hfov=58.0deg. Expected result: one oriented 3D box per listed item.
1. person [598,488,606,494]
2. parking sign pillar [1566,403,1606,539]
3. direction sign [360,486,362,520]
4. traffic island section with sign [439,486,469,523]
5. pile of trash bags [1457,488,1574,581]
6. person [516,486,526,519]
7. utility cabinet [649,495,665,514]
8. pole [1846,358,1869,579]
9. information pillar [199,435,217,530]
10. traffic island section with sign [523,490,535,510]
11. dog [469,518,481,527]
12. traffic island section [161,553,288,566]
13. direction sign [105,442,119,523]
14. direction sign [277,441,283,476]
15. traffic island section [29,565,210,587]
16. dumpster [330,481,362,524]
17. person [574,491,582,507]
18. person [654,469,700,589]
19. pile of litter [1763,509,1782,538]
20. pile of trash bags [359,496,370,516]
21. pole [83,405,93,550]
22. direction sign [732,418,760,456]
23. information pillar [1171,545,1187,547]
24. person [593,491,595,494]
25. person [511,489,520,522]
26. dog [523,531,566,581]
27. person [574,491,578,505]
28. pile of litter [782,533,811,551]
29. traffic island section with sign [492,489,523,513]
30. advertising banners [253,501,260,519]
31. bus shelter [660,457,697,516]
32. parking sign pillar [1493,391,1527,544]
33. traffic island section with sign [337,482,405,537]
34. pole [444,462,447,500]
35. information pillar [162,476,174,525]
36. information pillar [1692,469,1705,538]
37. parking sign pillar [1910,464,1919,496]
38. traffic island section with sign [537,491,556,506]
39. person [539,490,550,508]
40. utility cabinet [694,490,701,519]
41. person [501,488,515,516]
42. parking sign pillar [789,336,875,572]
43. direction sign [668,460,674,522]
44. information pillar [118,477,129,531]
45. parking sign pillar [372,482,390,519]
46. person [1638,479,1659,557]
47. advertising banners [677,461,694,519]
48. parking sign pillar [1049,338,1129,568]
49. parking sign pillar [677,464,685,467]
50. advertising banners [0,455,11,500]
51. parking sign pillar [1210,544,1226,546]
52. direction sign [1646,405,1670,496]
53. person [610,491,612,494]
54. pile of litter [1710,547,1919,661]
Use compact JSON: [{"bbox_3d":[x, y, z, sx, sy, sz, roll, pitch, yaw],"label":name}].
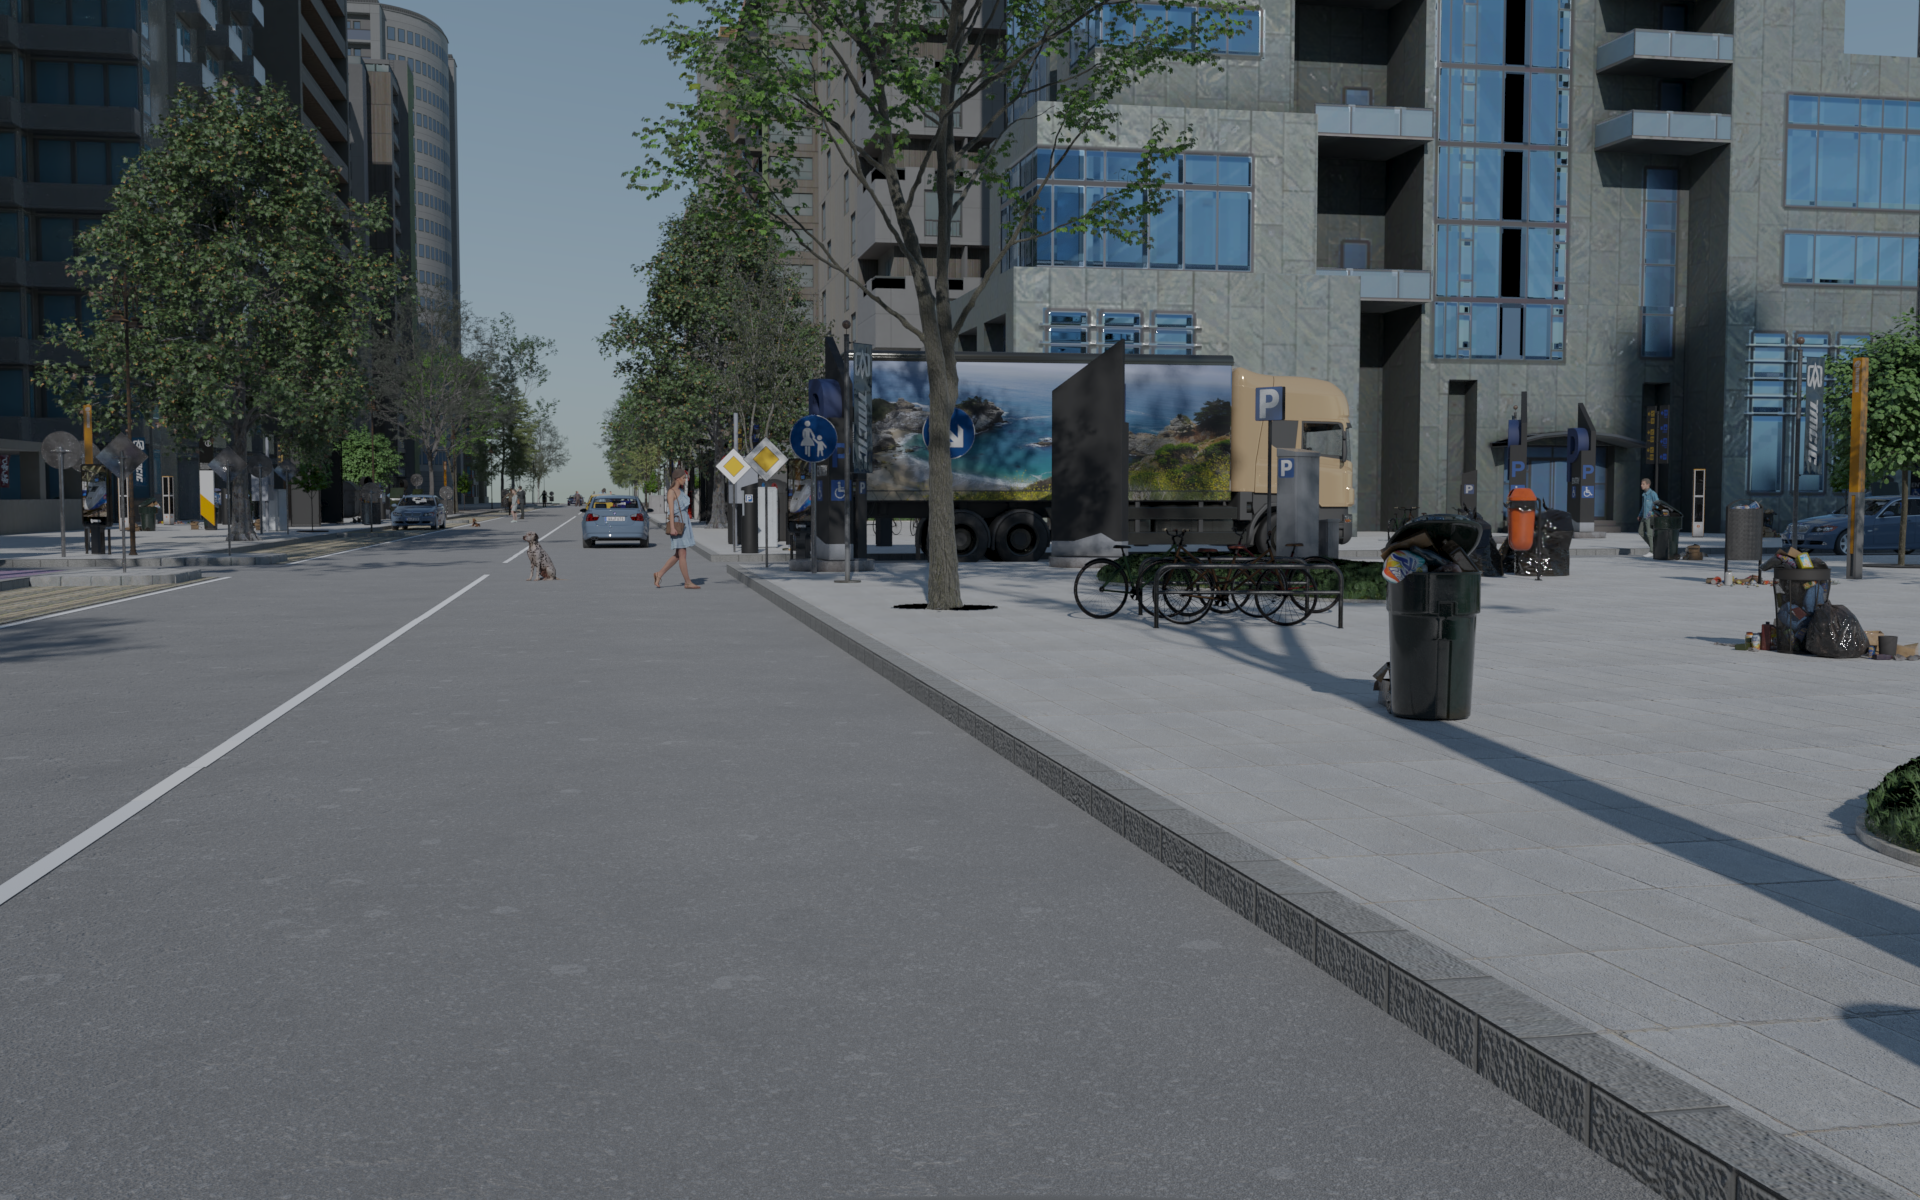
[{"bbox_3d":[-21.121,-5.712,102.150,0.793,1.790,0.793,2,4,27],"label":"person"},{"bbox_3d":[18.129,-3.796,50.540,1.447,3.967,1.447,0,4,3],"label":"parking sign pillar"},{"bbox_3d":[-29.364,-5.677,84.812,0.876,3.537,0.379,-3,4,-37],"label":"direction sign"},{"bbox_3d":[-25.153,-4.668,84.944,1.989,1.847,2.006,-1,4,-11],"label":"traffic island section with sign"},{"bbox_3d":[8.618,-1.062,27.110,1.912,1.369,3.447,1,4,10],"label":"pile of trash bags"},{"bbox_3d":[-24.960,-5.534,98.337,0.474,1.900,0.648,0,4,0],"label":"person"},{"bbox_3d":[-19.264,-6.050,110.083,0.306,1.237,1.020,3,5,43],"label":"utility cabinet"},{"bbox_3d":[13.482,-1.968,26.016,0.158,3.312,0.155,0,3,0],"label":"pole"},{"bbox_3d":[-26.577,-4.270,61.164,0.504,3.616,0.183,0,4,-1],"label":"information pillar"},{"bbox_3d":[-40.305,-9.247,159.809,1.989,1.847,2.006,-1,4,-11],"label":"traffic island section with sign"},{"bbox_3d":[-21.210,-3.390,75.623,0.550,0.427,0.748,0,4,-5],"label":"dog"},{"bbox_3d":[-15.231,-0.844,36.076,2.009,0.180,2.903,-1,4,-11],"label":"traffic island section"},{"bbox_3d":[-37.120,-5.139,76.021,0.379,3.537,0.876,1,4,23],"label":"direction sign"},{"bbox_3d":[-28.806,-5.035,74.320,0.876,3.537,0.379,-1,4,-9],"label":"direction sign"},{"bbox_3d":[-13.646,-0.365,28.249,2.009,0.180,2.903,-1,4,-11],"label":"traffic island section"},{"bbox_3d":[-27.027,-4.298,76.027,1.264,1.857,1.865,-1,4,-12],"label":"dumpster"},{"bbox_3d":[-43.481,-11.506,197.182,0.990,1.755,0.434,-2,4,-26],"label":"person"},{"bbox_3d":[-4.296,-1.073,26.130,0.778,1.811,0.616,1,4,15],"label":"person"},{"bbox_3d":[23.777,-2.291,51.428,1.176,0.858,1.719,-1,4,-9],"label":"pile of litter"},{"bbox_3d":[-34.764,-5.569,100.803,1.912,1.369,3.447,-2,4,-30],"label":"pile of trash bags"},{"bbox_3d":[-20.006,-2.810,39.795,0.158,3.312,0.155,0,3,0],"label":"pole"},{"bbox_3d":[-6.395,-3.657,51.792,0.876,3.537,0.379,1,4,13],"label":"direction sign"},{"bbox_3d":[5.268,-3.104,42.109,0.504,3.616,0.183,2,4,30],"label":"information pillar"},{"bbox_3d":[-46.674,-12.995,221.047,0.705,1.814,1.350,2,4,32],"label":"person"},{"bbox_3d":[-22.678,-4.812,88.185,0.522,1.701,0.512,-2,4,-27],"label":"person"},{"bbox_3d":[-6.834,-0.728,28.742,0.800,0.831,0.513,-1,4,-13],"label":"dog"},{"bbox_3d":[-48.283,-12.811,217.941,1.348,1.826,0.705,1,4,19],"label":"person"},{"bbox_3d":[-3.417,-1.548,39.276,1.176,0.858,1.719,-1,4,-15],"label":"pile of litter"},{"bbox_3d":[-34.951,-7.629,133.366,1.989,1.847,2.006,-1,4,-11],"label":"traffic island section with sign"},{"bbox_3d":[-35.048,-5.547,86.882,0.090,3.025,2.074,-3,5,-43],"label":"advertising banners"},{"bbox_3d":[-15.882,-6.359,97.889,2.014,3.302,5.546,-1,4,-11],"label":"bus shelter"},{"bbox_3d":[14.473,-3.454,44.941,1.447,3.967,1.447,1,4,17],"label":"parking sign pillar"},{"bbox_3d":[-19.660,-3.011,57.865,1.989,1.847,2.006,-1,4,-11],"label":"traffic island section with sign"},{"bbox_3d":[-32.262,-7.016,108.562,0.158,3.312,0.155,0,3,0],"label":"pole"},{"bbox_3d":[-32.655,-4.095,71.440,0.304,2.012,0.304,1,4,11],"label":"information pillar"},{"bbox_3d":[21.758,-2.847,51.034,0.304,2.012,0.304,1,4,18],"label":"information pillar"},{"bbox_3d":[40.880,-5.232,74.018,1.447,3.967,1.447,2,4,29],"label":"parking sign pillar"},{"bbox_3d":[-51.467,-12.616,214.906,1.989,1.847,2.006,-1,4,-11],"label":"traffic island section with sign"},{"bbox_3d":[-44.106,-10.747,183.844,1.348,1.869,0.705,1,4,20],"label":"person"},{"bbox_3d":[-12.947,-4.802,87.192,0.318,1.500,1.173,1,4,20],"label":"utility cabinet"},{"bbox_3d":[-29.556,-6.460,114.127,1.348,1.823,0.705,-2,4,-24],"label":"person"},{"bbox_3d":[-2.161,-2.483,29.065,1.447,3.967,1.447,-1,4,-18],"label":"parking sign pillar"},{"bbox_3d":[-12.999,-5.260,78.000,0.379,3.537,0.876,0,4,2],"label":"direction sign"},{"bbox_3d":[-29.041,-3.402,60.120,0.304,2.012,0.304,-2,4,-27],"label":"information pillar"},{"bbox_3d":[-30.237,-6.228,90.308,1.447,3.967,1.447,0,4,5],"label":"parking sign pillar"},{"bbox_3d":[15.745,-1.877,39.525,0.444,1.785,0.601,0,4,2],"label":"person"},{"bbox_3d":[-13.858,-5.654,88.632,0.090,3.025,2.074,2,4,26],"label":"advertising banners"},{"bbox_3d":[2.289,-2.569,30.468,1.447,3.967,1.447,1,4,22],"label":"parking sign pillar"},{"bbox_3d":[-17.447,-7.388,109.259,1.447,3.967,1.447,-2,4,-29],"label":"parking sign pillar"},{"bbox_3d":[-40.912,-4.692,72.906,0.090,3.025,2.074,2,4,31],"label":"advertising banners"},{"bbox_3d":[6.946,-3.347,43.193,1.447,3.967,1.447,2,4,29],"label":"parking sign pillar"},{"bbox_3d":[17.887,-3.209,44.469,0.379,3.537,0.876,-1,4,-13],"label":"direction sign"},{"bbox_3d":[-32.666,-9.300,161.354,0.742,1.727,0.445,-3,5,-42],"label":"person"},{"bbox_3d":[6.979,-0.008,14.092,1.176,0.858,1.719,-1,4,-10],"label":"pile of litter"}]
